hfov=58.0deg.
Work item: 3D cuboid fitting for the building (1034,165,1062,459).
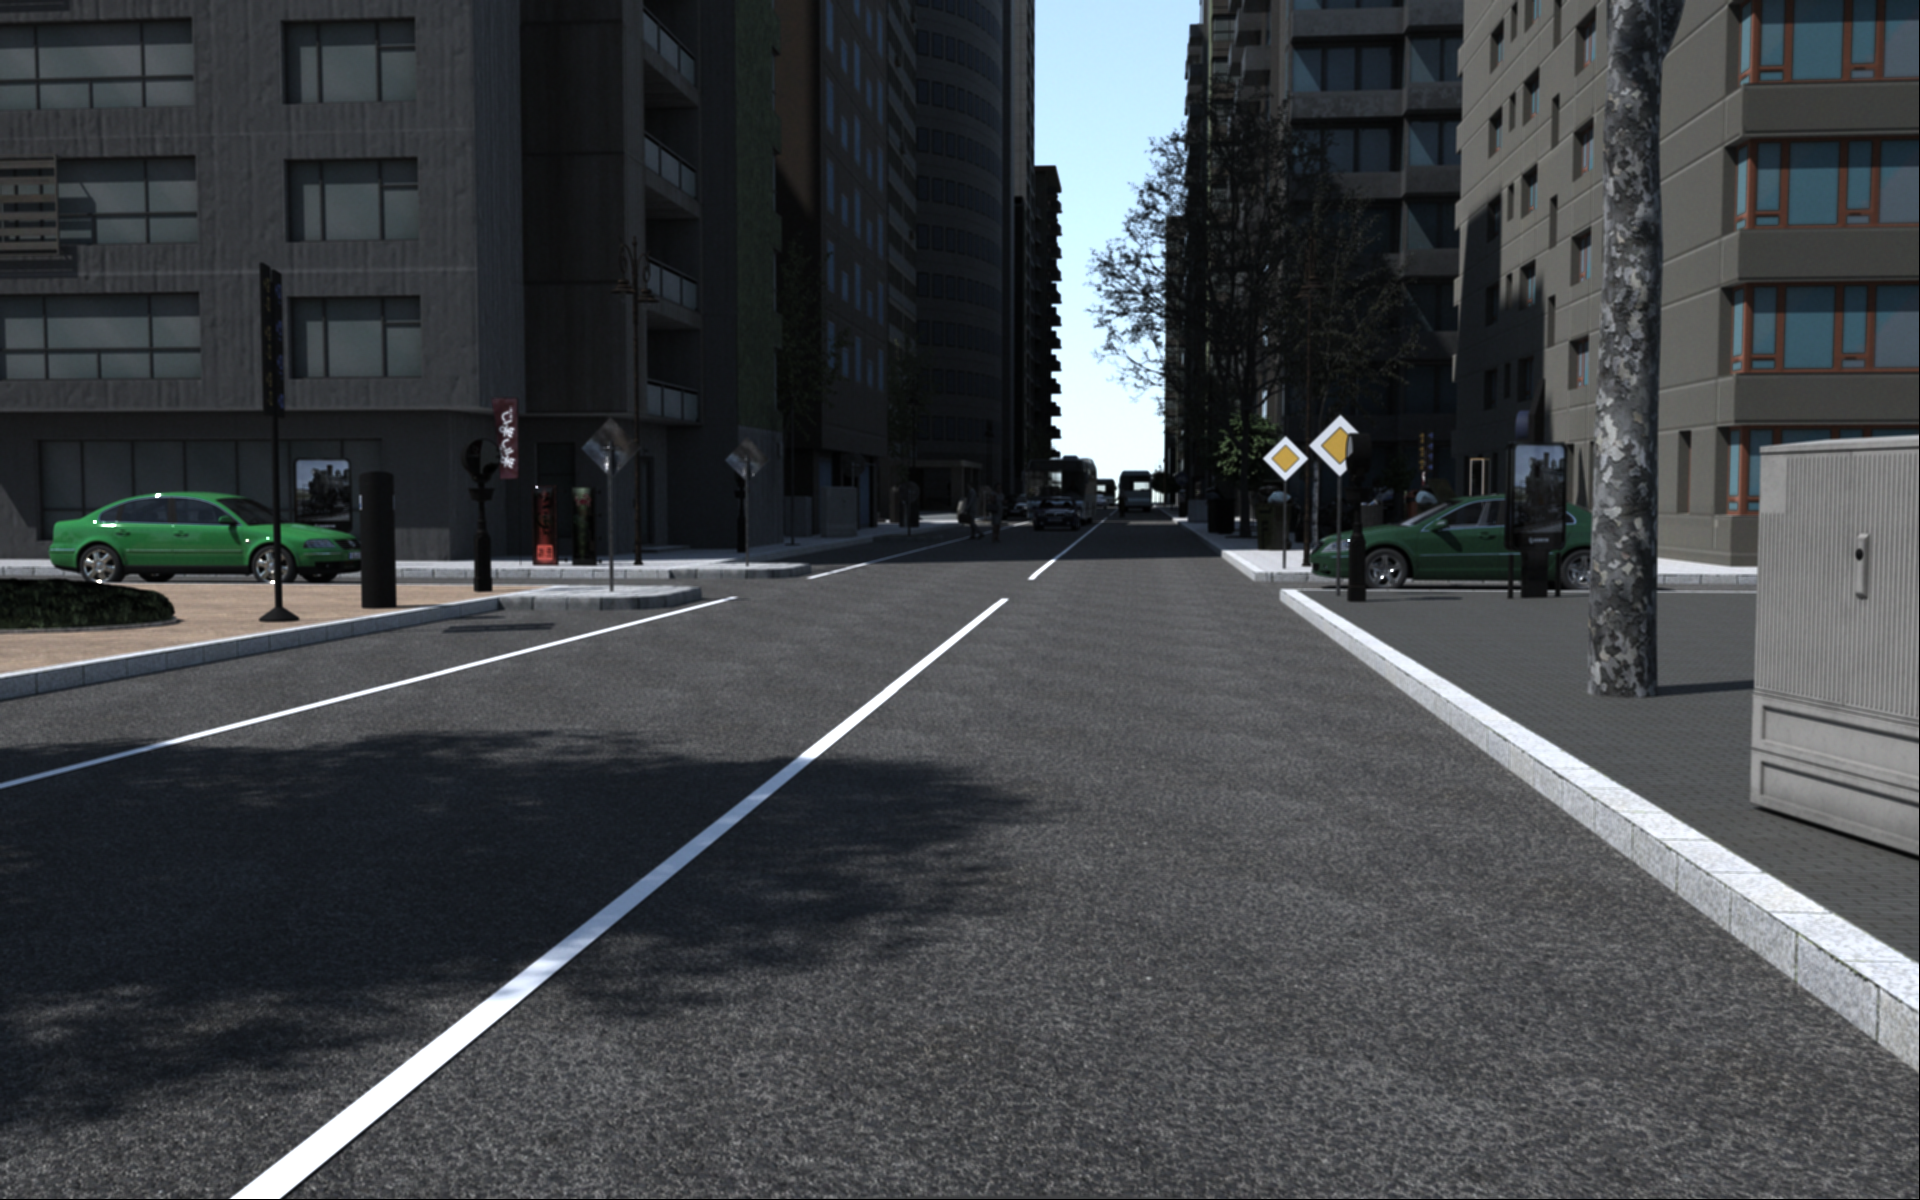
[{"bbox_3d":[1.934,-34.962,226.247,22.147,44.769,28.867,0,4,6],"label":"building"}]

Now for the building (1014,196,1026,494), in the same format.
[{"bbox_3d":[-1.263,-23.863,161.859,14.160,30.474,14.107,0,4,6],"label":"building"}]

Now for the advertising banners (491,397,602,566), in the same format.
[{"bbox_3d":[-7.435,-2.135,31.096,2.074,3.025,0.090,1,4,13],"label":"advertising banners"}]

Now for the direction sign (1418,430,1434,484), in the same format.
[{"bbox_3d":[16.454,-4.232,61.188,0.379,3.537,0.876,-1,4,-20],"label":"direction sign"}]

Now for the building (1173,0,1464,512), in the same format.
[{"bbox_3d":[32.261,-33.166,161.876,23.786,49.044,30.456,0,4,6],"label":"building"}]

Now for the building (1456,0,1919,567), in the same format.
[{"bbox_3d":[29.390,-12.060,42.217,28.899,21.520,27.650,0,4,6],"label":"building"}]

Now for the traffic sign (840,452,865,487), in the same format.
[{"bbox_3d":[-3.260,-3.212,52.626,0.768,2.556,0.104,0,4,6],"label":"traffic sign"}]

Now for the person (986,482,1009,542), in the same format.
[{"bbox_3d":[1.093,-2.620,51.690,0.716,1.782,0.532,-2,4,-33],"label":"person"}]

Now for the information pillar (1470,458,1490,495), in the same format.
[{"bbox_3d":[10.734,-1.915,35.796,0.304,2.012,0.304,3,5,41],"label":"information pillar"}]

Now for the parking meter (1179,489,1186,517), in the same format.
[{"bbox_3d":[12.276,-5.329,95.536,0.372,1.533,0.369,0,3,0],"label":"parking meter"}]

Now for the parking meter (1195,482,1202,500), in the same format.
[{"bbox_3d":[11.376,-4.709,82.696,0.255,1.863,0.399,1,4,22],"label":"parking meter"}]

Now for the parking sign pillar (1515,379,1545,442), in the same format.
[{"bbox_3d":[13.163,-3.153,40.022,1.447,3.967,1.447,2,4,27],"label":"parking sign pillar"}]

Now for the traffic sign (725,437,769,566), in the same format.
[{"bbox_3d":[-3.772,-1.654,30.679,0.795,2.450,0.064,0,4,6],"label":"traffic sign"}]

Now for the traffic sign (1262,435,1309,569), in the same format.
[{"bbox_3d":[5.572,-1.594,29.710,0.795,2.450,0.064,0,4,6],"label":"traffic sign"}]

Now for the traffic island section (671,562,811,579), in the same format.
[{"bbox_3d":[-3.796,-0.518,30.743,2.009,0.180,2.903,0,4,6],"label":"traffic island section"}]

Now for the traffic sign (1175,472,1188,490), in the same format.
[{"bbox_3d":[12.980,-6.194,101.371,0.768,2.556,0.104,0,4,6],"label":"traffic sign"}]

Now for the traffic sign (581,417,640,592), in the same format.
[{"bbox_3d":[-4.582,-1.168,22.735,0.795,2.450,0.064,0,4,6],"label":"traffic sign"}]

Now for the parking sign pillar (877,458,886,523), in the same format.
[{"bbox_3d":[-4.075,-5.496,78.332,1.447,3.967,1.447,1,4,22],"label":"parking sign pillar"}]

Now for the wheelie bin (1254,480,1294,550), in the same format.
[{"bbox_3d":[7.184,-1.941,39.638,0.693,1.594,0.980,-3,4,-37],"label":"wheelie bin"}]

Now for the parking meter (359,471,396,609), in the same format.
[{"bbox_3d":[-6.570,-0.681,19.543,0.372,1.533,0.369,0,3,0],"label":"parking meter"}]

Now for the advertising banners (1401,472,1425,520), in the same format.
[{"bbox_3d":[16.501,-4.074,62.805,0.090,3.025,2.074,-1,4,-10],"label":"advertising banners"}]

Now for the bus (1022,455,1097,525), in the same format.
[{"bbox_3d":[4.911,-5.340,82.172,2.948,3.499,13.247,0,4,7],"label":"bus"}]

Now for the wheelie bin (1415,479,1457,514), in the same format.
[{"bbox_3d":[9.759,-1.689,35.525,0.980,1.594,0.693,-3,4,-38],"label":"wheelie bin"}]

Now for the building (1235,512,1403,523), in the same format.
[{"bbox_3d":[25.138,-28.603,87.274,23.786,49.044,30.456,0,4,6],"label":"building"}]

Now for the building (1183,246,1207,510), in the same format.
[{"bbox_3d":[31.431,-17.590,132.641,27.650,21.520,28.899,0,4,6],"label":"building"}]

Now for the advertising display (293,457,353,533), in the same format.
[{"bbox_3d":[-11.300,-1.561,30.732,0.974,1.923,0.123,-2,4,-30],"label":"advertising display"}]

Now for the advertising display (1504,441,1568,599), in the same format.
[{"bbox_3d":[7.129,-0.993,21.450,0.974,1.923,0.123,-2,4,-31],"label":"advertising display"}]

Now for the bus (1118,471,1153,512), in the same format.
[{"bbox_3d":[14.442,-9.024,142.396,2.948,3.499,13.247,0,4,6],"label":"bus"}]

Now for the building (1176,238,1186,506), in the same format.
[{"bbox_3d":[31.563,-25.950,195.977,14.160,30.474,14.107,0,4,6],"label":"building"}]

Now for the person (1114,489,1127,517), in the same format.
[{"bbox_3d":[9.973,-5.992,107.198,0.721,1.736,1.217,3,5,44],"label":"person"}]

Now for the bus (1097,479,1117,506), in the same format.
[{"bbox_3d":[17.002,-12.791,203.990,2.948,3.499,13.247,0,4,5],"label":"bus"}]

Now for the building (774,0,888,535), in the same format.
[{"bbox_3d":[-10.409,-25.070,60.009,14.600,45.320,14.200,0,4,6],"label":"building"}]

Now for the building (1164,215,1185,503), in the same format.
[{"bbox_3d":[37.224,-34.950,255.023,14.154,41.232,14.086,0,4,6],"label":"building"}]

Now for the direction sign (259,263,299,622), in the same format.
[{"bbox_3d":[-6.902,-1.557,17.451,0.379,3.537,0.876,-1,4,-10],"label":"direction sign"}]

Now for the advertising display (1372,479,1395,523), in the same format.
[{"bbox_3d":[17.594,-4.079,71.908,0.974,1.923,0.123,3,4,38],"label":"advertising display"}]

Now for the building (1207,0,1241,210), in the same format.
[{"bbox_3d":[22.923,-26.162,111.340,14.154,41.232,14.086,0,4,6],"label":"building"}]

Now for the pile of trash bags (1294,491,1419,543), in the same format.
[{"bbox_3d":[10.656,-2.197,45.673,3.447,1.369,1.912,0,4,-5],"label":"pile of trash bags"}]

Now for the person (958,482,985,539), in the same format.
[{"bbox_3d":[0.359,-2.834,54.951,0.853,1.813,0.709,0,4,-2],"label":"person"}]

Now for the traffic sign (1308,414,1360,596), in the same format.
[{"bbox_3d":[4.762,-1.108,21.766,0.795,2.450,0.064,0,4,6],"label":"traffic sign"}]

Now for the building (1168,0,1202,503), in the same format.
[{"bbox_3d":[39.571,-56.154,230.786,22.319,86.520,31.000,0,4,6],"label":"building"}]

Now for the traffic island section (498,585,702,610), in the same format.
[{"bbox_3d":[-4.606,-0.032,22.799,2.009,0.180,2.903,0,4,6],"label":"traffic island section"}]

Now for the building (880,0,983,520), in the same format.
[{"bbox_3d":[-15.303,-24.567,93.558,32.217,40.220,23.993,0,4,6],"label":"building"}]

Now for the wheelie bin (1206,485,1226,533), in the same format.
[{"bbox_3d":[8.517,-3.042,57.648,0.693,1.594,0.980,0,4,7],"label":"wheelie bin"}]

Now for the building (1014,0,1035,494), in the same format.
[{"bbox_3d":[0.365,-46.638,200.780,20.563,71.187,20.611,0,4,6],"label":"building"}]

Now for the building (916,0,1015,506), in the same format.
[{"bbox_3d":[-7.684,-35.336,119.747,21.231,58.520,28.212,0,4,6],"label":"building"}]

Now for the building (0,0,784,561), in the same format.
[{"bbox_3d":[-12.301,-21.683,38.110,14.154,41.232,14.086,0,4,6],"label":"building"}]
